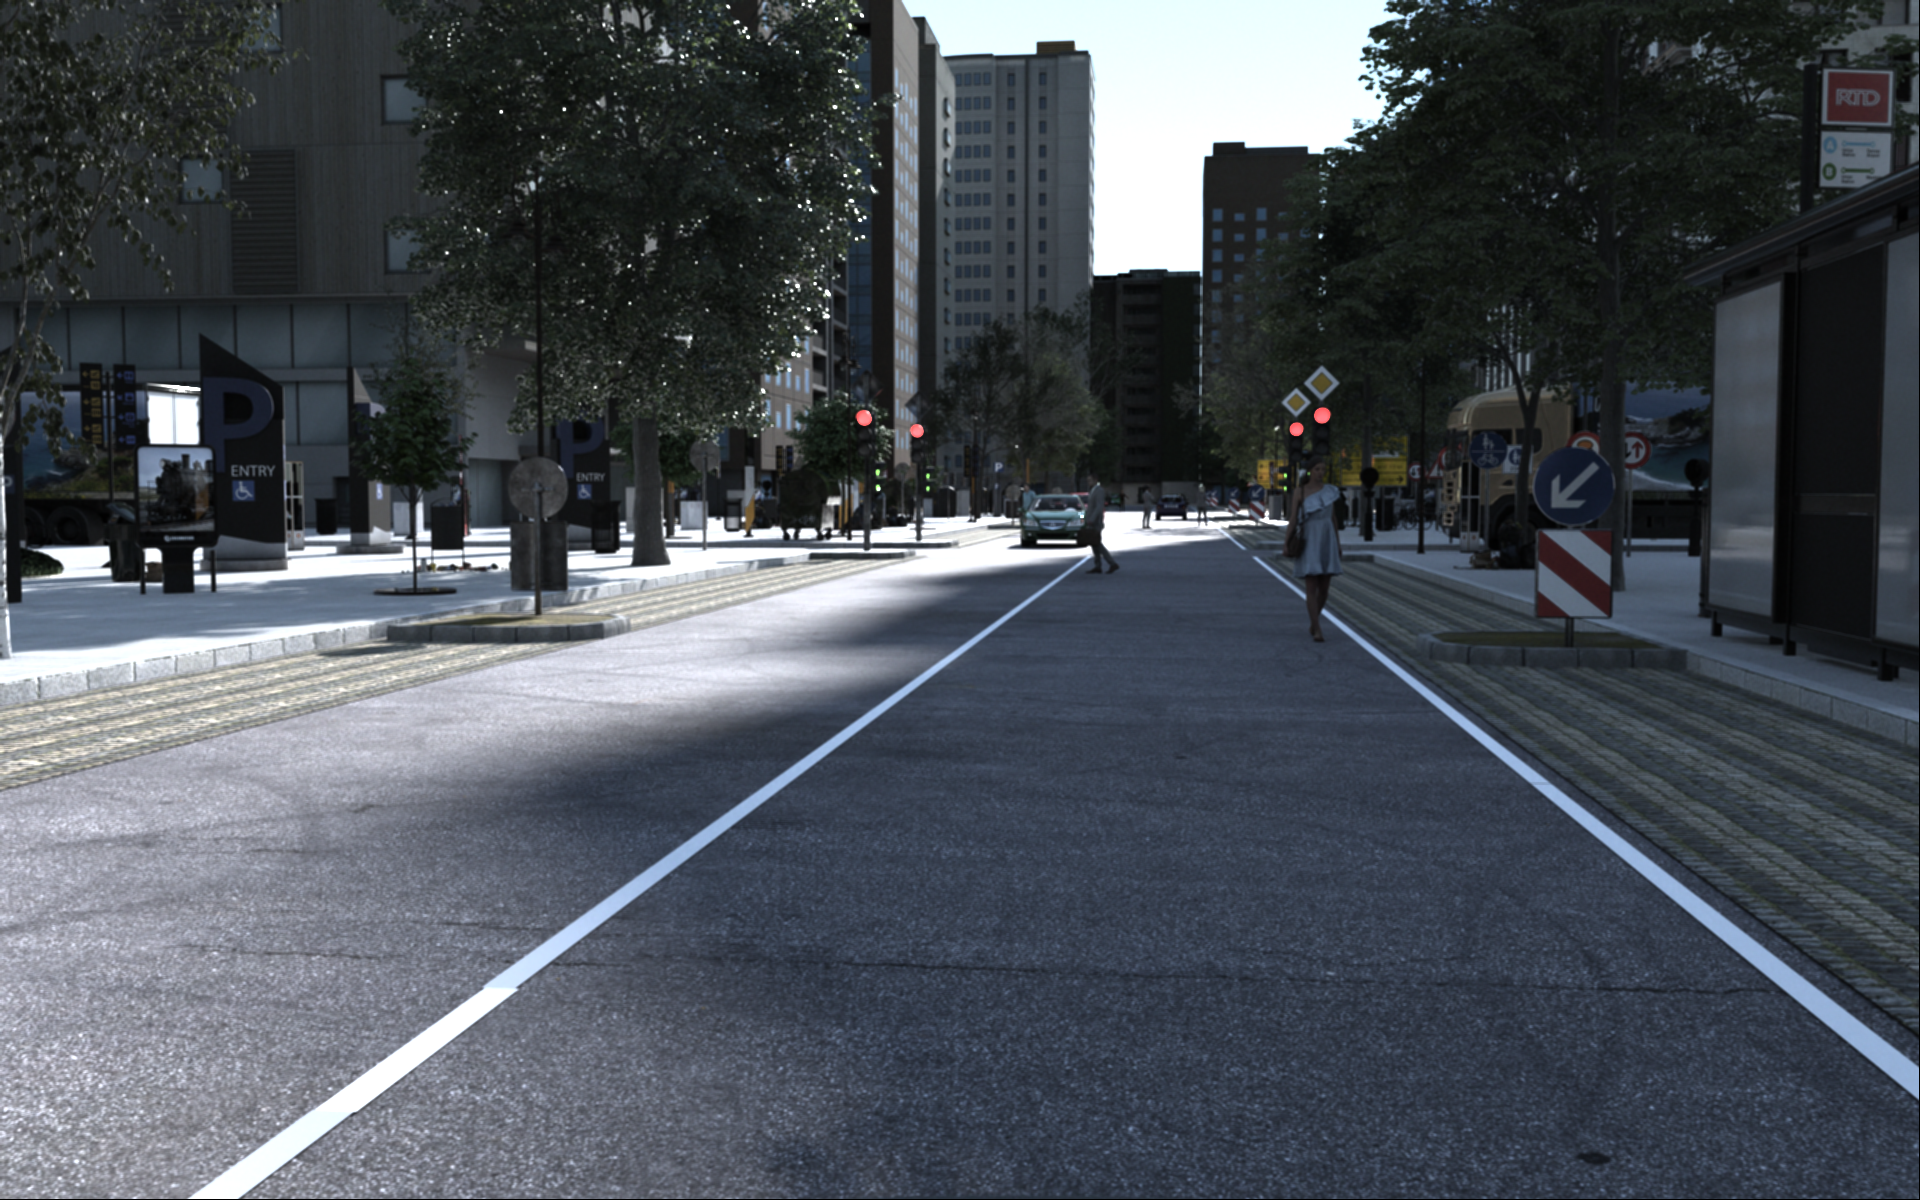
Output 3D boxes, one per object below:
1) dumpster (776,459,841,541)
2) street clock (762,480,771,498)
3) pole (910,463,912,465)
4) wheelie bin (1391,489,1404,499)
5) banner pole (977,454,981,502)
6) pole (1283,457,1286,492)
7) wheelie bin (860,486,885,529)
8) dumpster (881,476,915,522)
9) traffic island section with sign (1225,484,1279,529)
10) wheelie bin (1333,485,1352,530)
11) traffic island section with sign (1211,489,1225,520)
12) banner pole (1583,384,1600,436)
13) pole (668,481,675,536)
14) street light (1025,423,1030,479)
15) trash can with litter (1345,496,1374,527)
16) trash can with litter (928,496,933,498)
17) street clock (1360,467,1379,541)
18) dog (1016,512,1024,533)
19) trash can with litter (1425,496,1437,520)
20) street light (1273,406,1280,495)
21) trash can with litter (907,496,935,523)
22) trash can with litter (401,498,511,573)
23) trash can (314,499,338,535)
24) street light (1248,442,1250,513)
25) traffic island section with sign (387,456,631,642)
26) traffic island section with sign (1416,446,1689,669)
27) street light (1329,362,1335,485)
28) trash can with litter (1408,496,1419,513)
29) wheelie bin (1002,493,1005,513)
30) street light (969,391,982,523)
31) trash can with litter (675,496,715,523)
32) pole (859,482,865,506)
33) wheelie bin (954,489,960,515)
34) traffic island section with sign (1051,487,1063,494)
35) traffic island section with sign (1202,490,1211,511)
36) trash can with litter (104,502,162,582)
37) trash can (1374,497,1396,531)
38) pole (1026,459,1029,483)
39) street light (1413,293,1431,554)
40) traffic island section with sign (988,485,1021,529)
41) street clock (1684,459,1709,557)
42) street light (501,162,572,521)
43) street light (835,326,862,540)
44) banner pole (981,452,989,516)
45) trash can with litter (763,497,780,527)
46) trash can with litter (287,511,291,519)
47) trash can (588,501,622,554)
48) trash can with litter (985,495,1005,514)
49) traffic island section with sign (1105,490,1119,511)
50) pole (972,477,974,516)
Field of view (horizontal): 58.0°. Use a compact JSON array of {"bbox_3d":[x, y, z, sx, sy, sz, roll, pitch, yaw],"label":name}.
[{"bbox_3d":[-4.225,-2.793,48.161,1.502,2.255,1.985,0,4,7],"label":"dumpster"},{"bbox_3d":[-10.198,-5.309,91.380,0.471,2.002,0.358,-3,5,-42],"label":"street clock"},{"bbox_3d":[-3.150,-7.276,112.798,0.158,3.312,0.155,0,3,0],"label":"pole"},{"bbox_3d":[25.858,-5.785,102.494,0.693,1.594,0.980,1,4,20],"label":"wheelie bin"},{"bbox_3d":[1.218,-7.185,107.491,0.401,3.779,0.863,2,4,31],"label":"banner pole"},{"bbox_3d":[17.695,-6.153,94.452,0.158,3.312,0.155,0,3,0],"label":"pole"},{"bbox_3d":[-3.189,-3.432,64.025,0.980,1.594,0.693,-2,4,-30],"label":"wheelie bin"},{"bbox_3d":[-2.831,-4.792,80.842,1.502,2.255,1.985,0,4,7],"label":"dumpster"},{"bbox_3d":[11.972,-3.795,70.681,1.989,1.847,2.006,0,4,7],"label":"traffic island section with sign"},{"bbox_3d":[13.361,-3.291,61.716,0.693,1.594,0.980,0,4,-7],"label":"wheelie bin"},{"bbox_3d":[15.306,-5.440,97.573,1.989,1.847,2.006,0,4,7],"label":"traffic island section with sign"},{"bbox_3d":[13.296,-2.830,36.281,0.401,3.779,0.863,-3,5,-43],"label":"banner pole"},{"bbox_3d":[-8.809,-3.604,52.771,0.158,3.312,0.155,0,3,0],"label":"pole"},{"bbox_3d":[4.250,-8.204,106.928,0.468,5.910,1.993,0,4,7],"label":"street light"},{"bbox_3d":[15.309,-3.461,67.649,1.678,1.210,2.233,1,4,15],"label":"trash can with litter"},{"bbox_3d":[-1.768,-5.836,106.804,0.624,1.170,1.055,1,4,16],"label":"trash can with litter"},{"bbox_3d":[11.111,-2.599,47.057,0.471,2.002,0.358,0,4,-2],"label":"street clock"},{"bbox_3d":[2.489,-2.880,63.922,0.513,0.831,0.800,-3,4,-36],"label":"dog"},{"bbox_3d":[22.844,-4.417,83.611,0.624,1.170,1.055,0,4,-5],"label":"trash can with litter"},{"bbox_3d":[16.361,-7.143,89.570,0.468,5.910,1.993,0,4,7],"label":"street light"},{"bbox_3d":[-2.188,-4.021,76.794,1.678,1.210,2.233,-1,4,-22],"label":"trash can with litter"},{"bbox_3d":[-8.200,-1.102,29.077,2.233,1.210,1.678,-1,4,-16],"label":"trash can with litter"},{"bbox_3d":[-19.962,-2.625,54.569,0.748,1.137,0.748,0,3,0],"label":"trash can"},{"bbox_3d":[19.902,-8.942,118.994,0.468,5.910,1.993,0,4,7],"label":"street light"},{"bbox_3d":[-4.456,-0.549,17.597,1.989,1.847,2.006,0,4,7],"label":"traffic island section with sign"},{"bbox_3d":[5.085,-0.400,15.172,1.989,1.847,2.006,0,4,7],"label":"traffic island section with sign"},{"bbox_3d":[12.694,-5.289,59.269,0.468,5.910,1.993,0,4,7],"label":"street light"},{"bbox_3d":[27.251,-5.673,104.142,0.624,1.170,1.055,2,4,35],"label":"trash can with litter"},{"bbox_3d":[3.203,-6.464,113.591,0.693,1.594,0.980,2,4,29],"label":"wheelie bin"},{"bbox_3d":[0.680,-6.405,77.507,0.468,5.910,1.993,0,4,7],"label":"street light"},{"bbox_3d":[-12.030,-4.041,77.126,2.233,1.210,1.678,-1,4,-12],"label":"trash can with litter"},{"bbox_3d":[-3.752,-4.396,65.724,0.158,3.312,0.155,0,3,0],"label":"pole"},{"bbox_3d":[-0.264,-6.034,106.569,0.980,1.594,0.693,-3,4,-37],"label":"wheelie bin"},{"bbox_3d":[5.552,-5.485,98.308,1.989,1.847,2.006,0,4,7],"label":"traffic island section with sign"},{"bbox_3d":[21.411,-8.452,146.825,1.989,1.847,2.006,0,4,7],"label":"traffic island section with sign"},{"bbox_3d":[-11.967,-0.858,25.411,1.055,1.170,0.624,1,4,8],"label":"trash can with litter"},{"bbox_3d":[14.736,-2.964,60.116,0.748,1.137,0.748,0,3,0],"label":"trash can"},{"bbox_3d":[3.904,-6.474,99.688,0.158,3.312,0.155,0,3,0],"label":"pole"},{"bbox_3d":[9.943,-3.939,37.184,0.468,5.910,1.993,0,4,7],"label":"street light"},{"bbox_3d":[2.224,-3.843,71.466,1.989,1.847,2.006,0,4,7],"label":"traffic island section with sign"},{"bbox_3d":[15.136,-1.898,35.605,0.358,2.002,0.471,-1,4,-21],"label":"street clock"},{"bbox_3d":[-5.965,-3.168,24.586,0.468,5.910,1.993,0,4,7],"label":"street light"},{"bbox_3d":[-3.058,-4.588,47.798,0.468,5.910,1.993,0,4,7],"label":"street light"},{"bbox_3d":[1.607,-6.940,103.480,0.401,3.779,0.863,0,4,1],"label":"banner pole"},{"bbox_3d":[-7.020,-3.444,67.361,2.233,1.210,1.678,0,4,4],"label":"trash can with litter"},{"bbox_3d":[-13.945,-1.419,34.580,0.624,1.170,1.055,2,4,26],"label":"trash can with litter"},{"bbox_3d":[-7.685,-1.584,37.546,0.748,1.137,0.748,0,3,0],"label":"trash can"},{"bbox_3d":[2.260,-6.040,109.812,2.233,1.210,1.678,-1,4,-14],"label":"trash can with litter"},{"bbox_3d":[15.070,-10.174,174.974,1.989,1.847,2.006,0,4,7],"label":"traffic island section with sign"},{"bbox_3d":[0.744,-6.578,101.389,0.158,3.312,0.155,0,3,0],"label":"pole"}]
